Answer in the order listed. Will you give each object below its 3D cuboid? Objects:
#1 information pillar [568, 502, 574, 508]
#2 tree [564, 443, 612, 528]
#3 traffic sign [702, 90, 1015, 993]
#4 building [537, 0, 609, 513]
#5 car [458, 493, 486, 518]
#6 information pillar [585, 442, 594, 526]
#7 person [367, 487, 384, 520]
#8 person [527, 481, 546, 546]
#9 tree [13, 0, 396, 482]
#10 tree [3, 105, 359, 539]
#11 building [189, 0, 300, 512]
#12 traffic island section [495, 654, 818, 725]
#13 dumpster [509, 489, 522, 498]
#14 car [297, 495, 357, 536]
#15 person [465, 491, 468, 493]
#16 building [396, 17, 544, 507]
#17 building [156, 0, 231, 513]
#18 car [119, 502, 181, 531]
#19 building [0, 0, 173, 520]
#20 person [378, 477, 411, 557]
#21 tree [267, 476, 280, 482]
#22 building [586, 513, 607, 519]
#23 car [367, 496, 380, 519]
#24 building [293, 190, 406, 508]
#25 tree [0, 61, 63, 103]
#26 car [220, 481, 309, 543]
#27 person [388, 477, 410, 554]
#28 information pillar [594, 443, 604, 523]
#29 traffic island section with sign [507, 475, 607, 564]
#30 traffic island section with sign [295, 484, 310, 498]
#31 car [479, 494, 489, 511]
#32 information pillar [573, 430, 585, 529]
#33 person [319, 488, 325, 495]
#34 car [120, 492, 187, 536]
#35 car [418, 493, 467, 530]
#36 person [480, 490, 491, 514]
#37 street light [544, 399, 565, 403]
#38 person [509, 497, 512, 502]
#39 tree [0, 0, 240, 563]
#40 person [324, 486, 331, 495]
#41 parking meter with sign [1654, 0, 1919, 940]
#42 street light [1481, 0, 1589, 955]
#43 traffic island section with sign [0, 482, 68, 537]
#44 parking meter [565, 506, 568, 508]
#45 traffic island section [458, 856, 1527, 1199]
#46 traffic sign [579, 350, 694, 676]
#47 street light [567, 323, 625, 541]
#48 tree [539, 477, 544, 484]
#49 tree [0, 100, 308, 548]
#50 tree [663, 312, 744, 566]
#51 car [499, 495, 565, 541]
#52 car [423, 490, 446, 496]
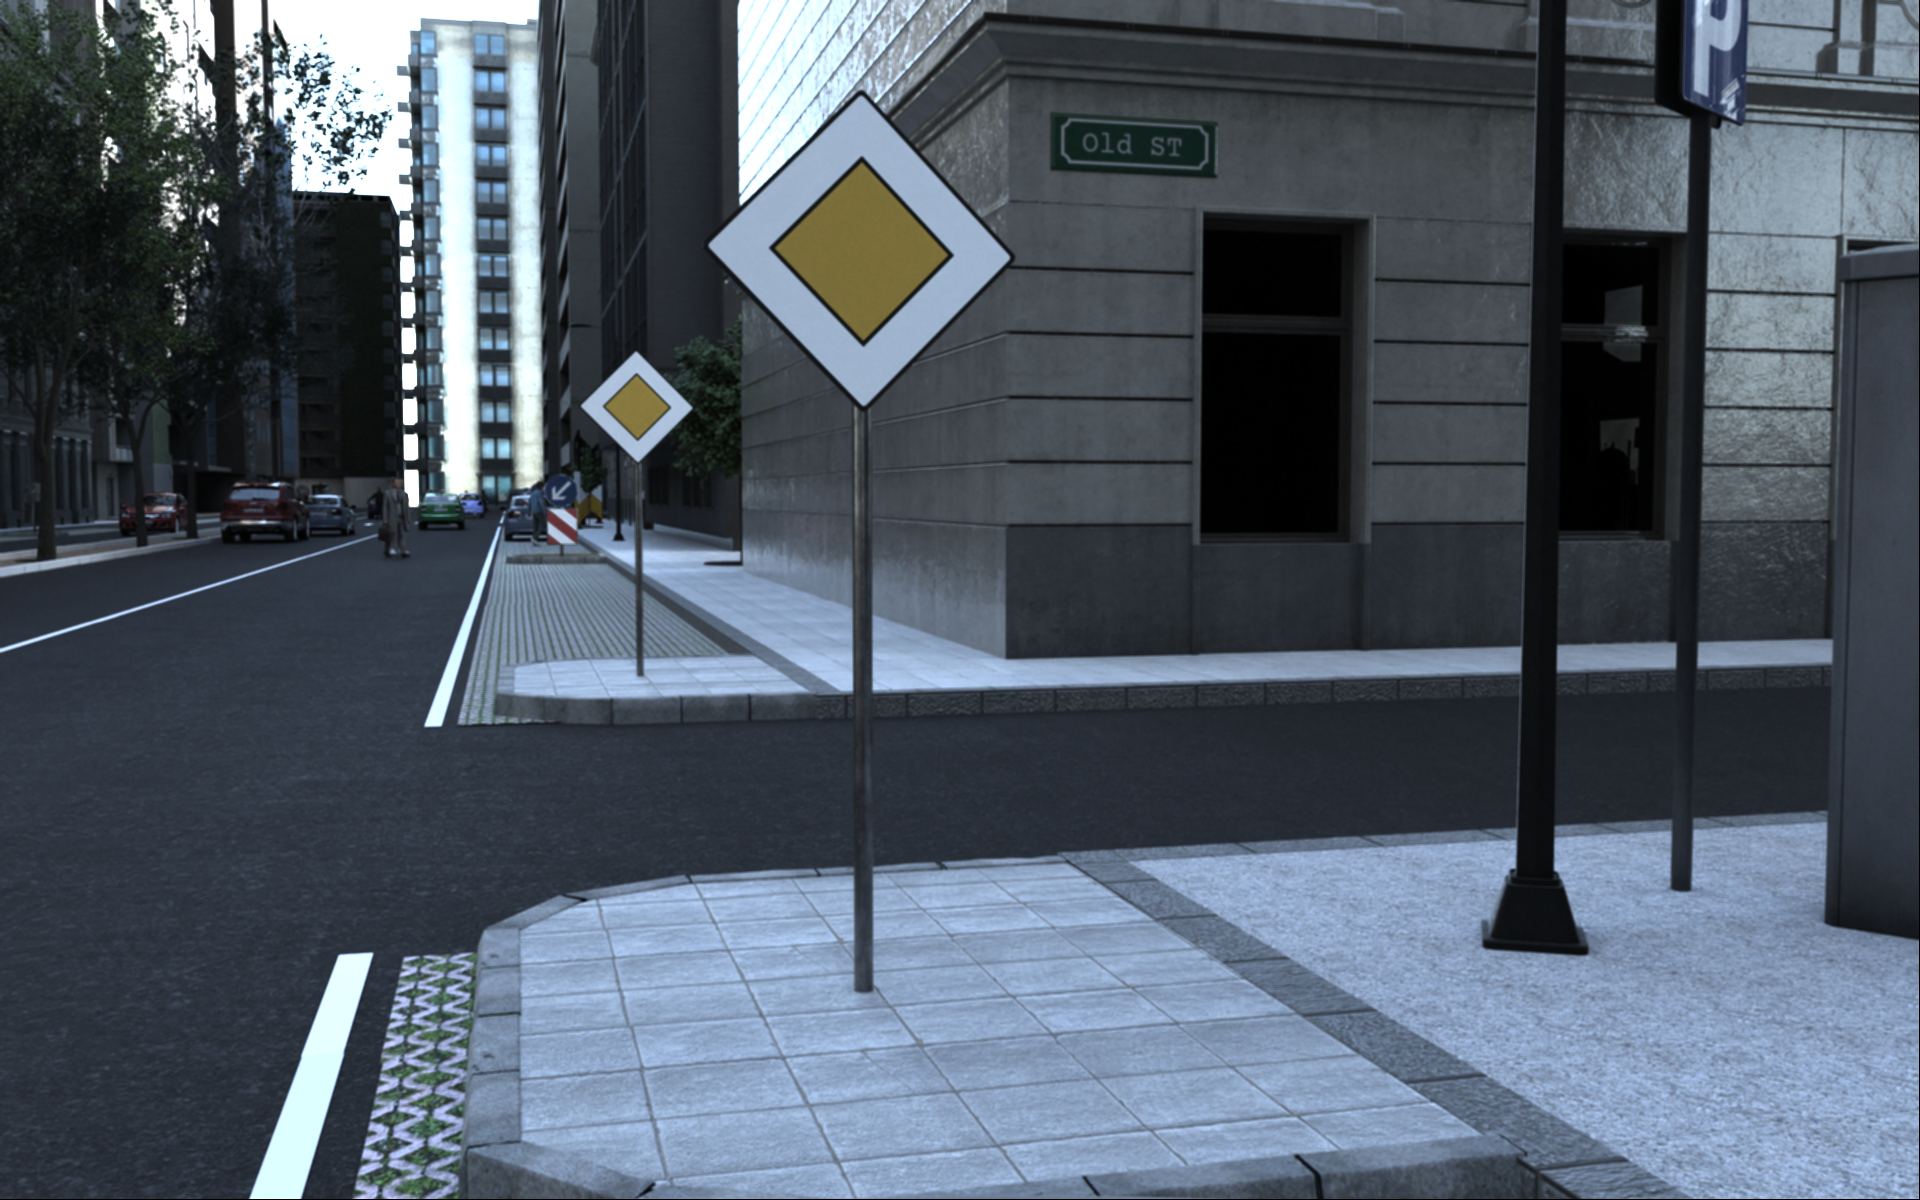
[{"bbox_3d":[-15.890,-4.074,71.102,0.304,2.012,0.304,-2,4,-29],"label":"information pillar"},{"bbox_3d":[-14.251,-4.358,65.860,1.663,3.219,1.824,0,3,0],"label":"tree"},{"bbox_3d":[-0.252,-0.047,4.415,0.795,2.450,0.064,-1,4,-14],"label":"traffic sign"},{"bbox_3d":[-25.263,-32.202,150.201,21.300,48.544,21.600,-1,4,-14],"label":"building"},{"bbox_3d":[-29.733,-5.832,104.948,1.945,1.707,3.694,-1,4,-15],"label":"car"},{"bbox_3d":[-15.191,-4.814,70.070,0.504,3.616,0.183,-3,5,-40],"label":"information pillar"},{"bbox_3d":[-32.060,-5.328,95.640,1.348,1.821,0.705,-1,4,-23],"label":"person"},{"bbox_3d":[-11.542,-2.347,47.223,0.444,1.785,0.601,-3,5,-40],"label":"person"},{"bbox_3d":[-28.383,-12.701,66.003,12.611,20.169,13.585,0,3,0],"label":"tree"},{"bbox_3d":[-24.314,-8.663,54.462,12.009,13.543,11.850,0,3,0],"label":"tree"},{"bbox_3d":[-63.942,-30.244,144.596,14.200,45.320,14.600,-1,4,-14],"label":"building"},{"bbox_3d":[-2.236,0.615,12.228,2.009,0.180,2.903,-1,4,-14],"label":"traffic island section"},{"bbox_3d":[-37.429,-8.506,147.281,1.865,1.857,1.264,-1,4,-15],"label":"dumpster"},{"bbox_3d":[-22.115,-2.956,60.328,2.014,1.417,4.499,-1,4,-15],"label":"car"},{"bbox_3d":[-44.435,-8.947,155.576,0.721,1.735,1.217,1,4,12],"label":"person"},{"bbox_3d":[-41.270,-34.138,177.764,30.456,49.044,23.786,-1,4,-14],"label":"building"},{"bbox_3d":[-60.275,-31.403,102.673,28.713,52.752,27.495,-1,4,-14],"label":"building"},{"bbox_3d":[-31.480,-3.351,67.363,1.945,1.354,3.894,-1,4,-14],"label":"car"},{"bbox_3d":[-47.935,-24.537,84.779,14.154,41.232,14.086,-1,4,-14],"label":"building"},{"bbox_3d":[-12.759,-1.870,39.178,0.694,1.812,0.767,-3,5,-44],"label":"person"},{"bbox_3d":[-55.149,-8.806,138.580,1.663,3.219,1.824,0,3,0],"label":"tree"},{"bbox_3d":[-12.648,-29.257,102.047,21.300,48.544,21.600,-1,4,-14],"label":"building"},{"bbox_3d":[-33.634,-5.418,101.157,1.945,1.354,3.894,-1,4,-16],"label":"car"},{"bbox_3d":[-61.522,-24.219,167.676,14.107,30.474,14.160,-1,4,-14],"label":"building"},{"bbox_3d":[-17.203,-5.542,27.489,8.767,10.594,7.601,-1,4,-14],"label":"tree"},{"bbox_3d":[-21.027,-2.680,52.499,2.281,1.827,5.304,-1,4,-14],"label":"car"},{"bbox_3d":[-13.486,-2.018,41.463,0.573,1.828,0.580,0,4,-1],"label":"person"},{"bbox_3d":[-15.883,-5.163,75.768,0.504,3.616,0.183,0,4,3],"label":"information pillar"},{"bbox_3d":[-8.419,-1.677,36.042,1.989,1.847,2.006,-1,4,-14],"label":"traffic island section with sign"},{"bbox_3d":[-31.191,-4.518,82.012,2.006,1.907,1.989,-1,4,-14],"label":"traffic island section with sign"},{"bbox_3d":[-40.522,-8.143,145.145,2.014,1.417,4.499,-1,4,-14],"label":"car"},{"bbox_3d":[-14.004,-4.405,63.373,0.183,3.616,0.504,-2,4,-31],"label":"information pillar"},{"bbox_3d":[-33.753,-5.054,91.795,0.551,1.740,0.621,-2,4,-23],"label":"person"},{"bbox_3d":[-28.272,-3.179,61.014,2.155,1.783,4.494,-1,4,-14],"label":"car"},{"bbox_3d":[-21.242,-3.805,71.013,1.959,1.807,4.718,-1,4,-15],"label":"car"},{"bbox_3d":[-34.390,-7.096,125.239,0.721,1.735,1.217,2,4,33],"label":"person"},{"bbox_3d":[-19.713,-6.892,85.224,1.470,5.913,1.316,-1,4,-14],"label":"street light"},{"bbox_3d":[-19.368,-3.814,75.145,0.394,1.301,0.425,-1,4,-17],"label":"person"},{"bbox_3d":[-19.131,-6.598,36.098,9.928,11.665,9.643,0,3,0],"label":"tree"},{"bbox_3d":[-28.383,-4.219,77.662,0.709,1.800,0.728,3,4,37],"label":"person"},{"bbox_3d":[2.942,-0.532,4.963,1.738,3.016,0.543,3,5,43],"label":"parking meter with sign"},{"bbox_3d":[1.122,-1.965,4.671,1.470,5.913,1.316,-1,4,-14],"label":"street light"},{"bbox_3d":[-31.288,-3.044,58.393,1.989,1.847,2.006,-1,4,-14],"label":"traffic island section with sign"},{"bbox_3d":[-17.619,-4.416,77.918,0.255,1.863,0.399,-1,4,-18],"label":"parking meter"},{"bbox_3d":[-0.231,1.088,4.498,2.009,0.180,2.903,-1,4,-14],"label":"traffic island section"},{"bbox_3d":[-2.257,-0.520,12.145,0.795,2.450,0.064,-1,4,-14],"label":"traffic sign"},{"bbox_3d":[-9.900,-4.571,47.279,1.470,5.913,1.316,-1,4,-14],"label":"street light"},{"bbox_3d":[-38.455,-10.151,160.571,1.663,3.219,1.824,0,3,0],"label":"tree"},{"bbox_3d":[-21.342,-6.620,45.107,8.767,10.594,7.601,-1,4,-14],"label":"tree"},{"bbox_3d":[-4.004,-2.931,31.635,4.285,4.588,4.351,0,3,0],"label":"tree"},{"bbox_3d":[-13.253,-2.553,53.747,2.014,1.417,4.499,-1,4,-14],"label":"car"},{"bbox_3d":[-44.982,-8.574,148.864,2.281,1.827,5.304,-1,4,-16],"label":"car"}]
